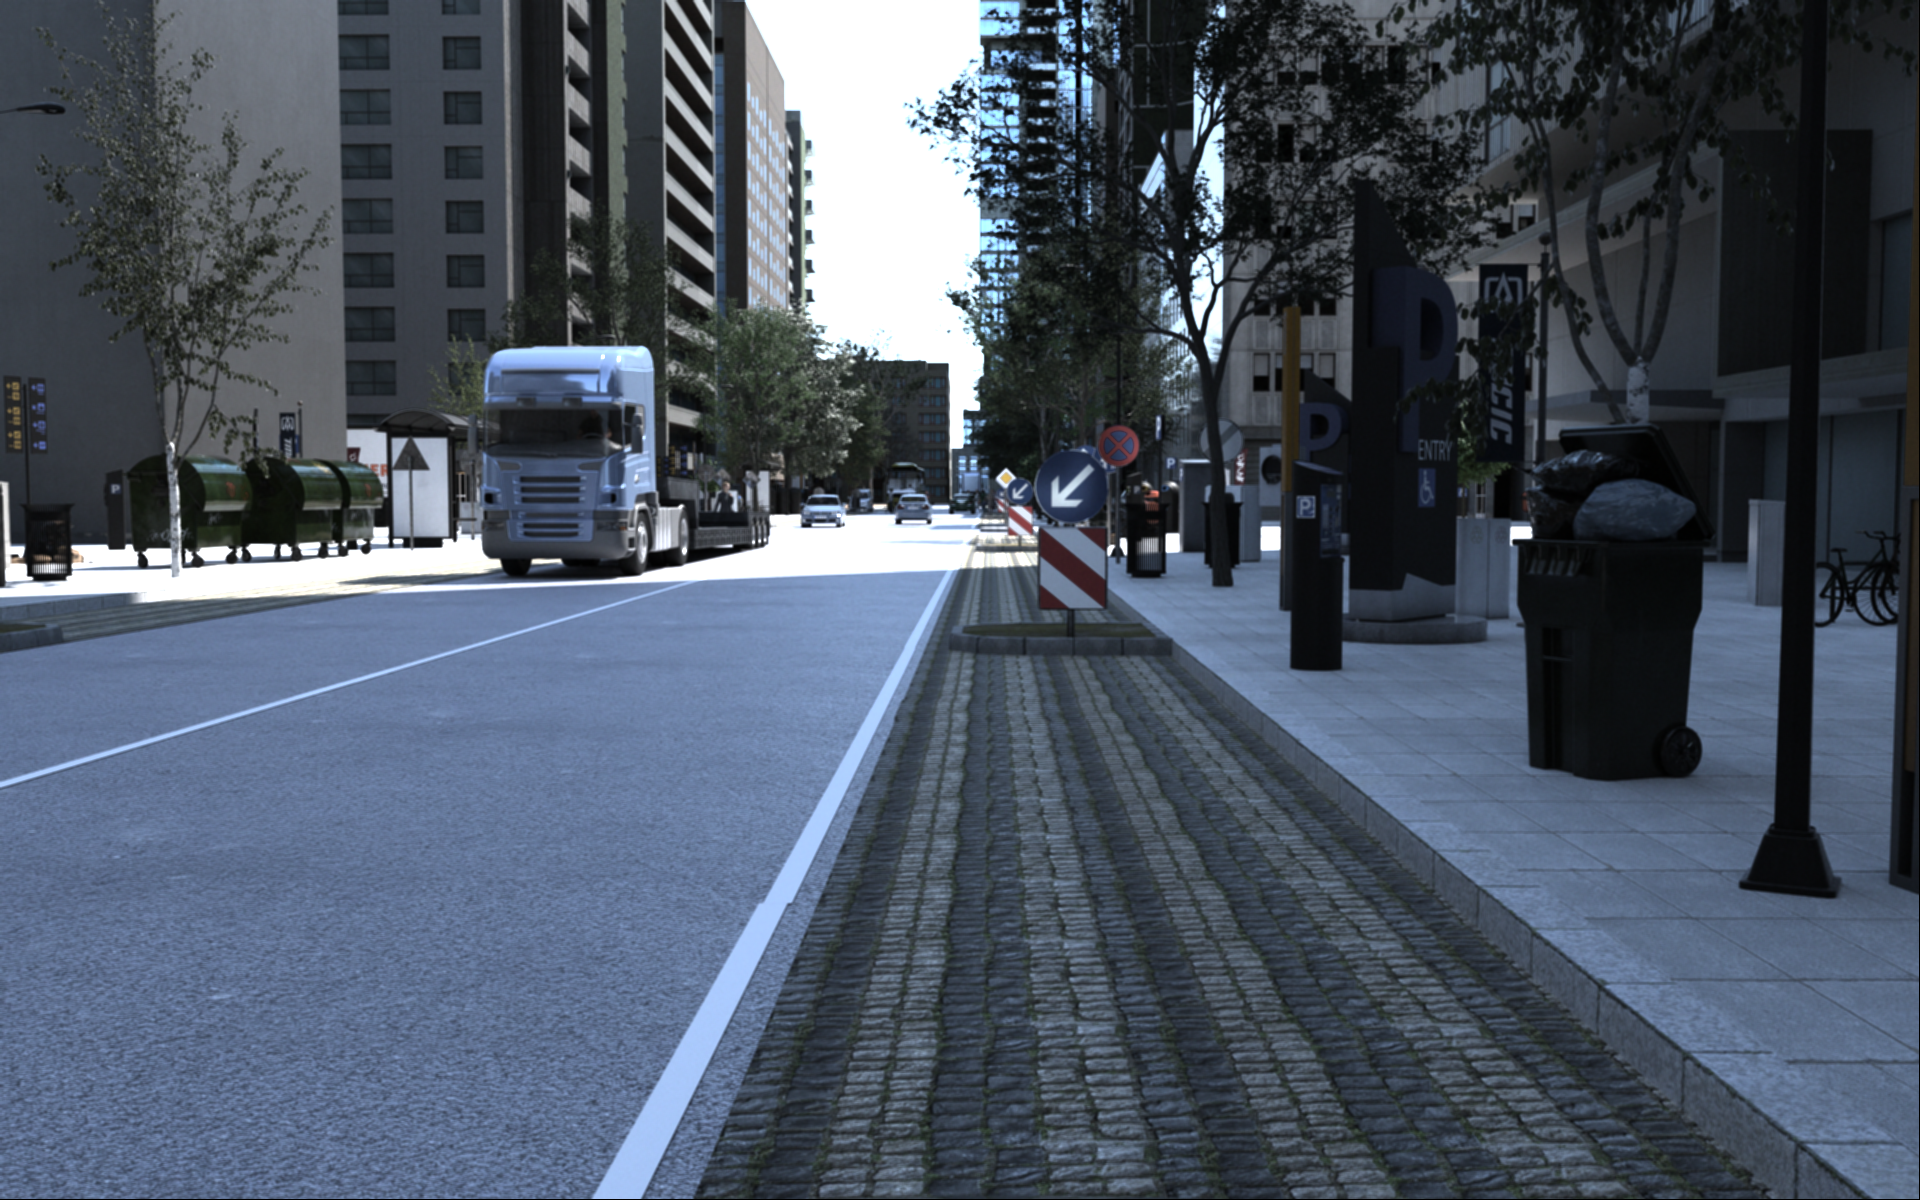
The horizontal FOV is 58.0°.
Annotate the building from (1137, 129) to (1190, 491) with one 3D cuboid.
[{"bbox_3d":[19.420,-18.623,122.500,12.078,24.808,19.932,0,4,1],"label":"building"}]

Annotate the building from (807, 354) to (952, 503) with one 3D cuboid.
[{"bbox_3d":[-15.989,-25.084,255.154,28.899,21.520,27.650,0,4,1],"label":"building"}]

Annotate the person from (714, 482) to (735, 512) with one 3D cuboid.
[{"bbox_3d":[-6.658,-2.441,48.837,0.534,1.772,0.576,2,4,27],"label":"person"}]

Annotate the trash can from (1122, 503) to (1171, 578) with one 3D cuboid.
[{"bbox_3d":[2.873,-0.920,26.688,0.748,1.137,0.748,0,3,0],"label":"trash can"}]

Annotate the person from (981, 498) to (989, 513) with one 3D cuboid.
[{"bbox_3d":[1.849,-7.170,131.222,1.012,1.151,0.738,2,4,34],"label":"person"}]

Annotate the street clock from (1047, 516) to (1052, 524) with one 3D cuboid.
[{"bbox_3d":[3.814,-4.215,73.486,0.358,2.002,0.471,1,4,12],"label":"street clock"}]

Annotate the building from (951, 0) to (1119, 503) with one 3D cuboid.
[{"bbox_3d":[14.482,-57.273,249.076,31.000,86.520,22.319,0,4,1],"label":"building"}]

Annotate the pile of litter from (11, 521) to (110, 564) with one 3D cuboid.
[{"bbox_3d":[-16.800,-1.108,32.080,1.719,0.858,1.176,0,4,4],"label":"pile of litter"}]

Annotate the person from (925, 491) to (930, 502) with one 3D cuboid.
[{"bbox_3d":[-3.379,-10.553,181.496,0.683,1.767,0.568,0,4,-3],"label":"person"}]

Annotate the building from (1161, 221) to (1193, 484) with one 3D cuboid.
[{"bbox_3d":[18.094,-15.228,103.735,10.420,20.320,16.860,0,4,1],"label":"building"}]

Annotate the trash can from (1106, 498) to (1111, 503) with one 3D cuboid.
[{"bbox_3d":[4.808,-2.930,59.567,0.748,1.137,0.748,0,3,0],"label":"trash can"}]

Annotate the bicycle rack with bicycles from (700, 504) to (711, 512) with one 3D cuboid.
[{"bbox_3d":[-16.077,-6.461,119.024,2.925,0.926,2.852,2,4,26],"label":"bicycle rack with bicycles"}]

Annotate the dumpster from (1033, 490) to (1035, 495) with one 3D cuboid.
[{"bbox_3d":[6.086,-8.565,145.798,1.264,1.857,1.865,0,4,1],"label":"dumpster"}]

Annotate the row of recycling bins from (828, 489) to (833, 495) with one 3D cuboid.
[{"bbox_3d":[-11.432,-8.463,145.486,1.069,1.692,3.534,1,4,10],"label":"row of recycling bins"}]

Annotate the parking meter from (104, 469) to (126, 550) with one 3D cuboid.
[{"bbox_3d":[-19.360,-2.077,39.665,0.399,1.863,0.255,-2,4,-34],"label":"parking meter"}]

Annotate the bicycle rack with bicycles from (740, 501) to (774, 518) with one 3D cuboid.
[{"bbox_3d":[-11.441,-4.959,94.454,2.852,0.926,2.925,-2,4,-34],"label":"bicycle rack with bicycles"}]

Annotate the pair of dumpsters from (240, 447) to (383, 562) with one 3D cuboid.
[{"bbox_3d":[-13.023,-1.965,34.618,1.574,2.255,4.437,0,4,1],"label":"pair of dumpsters"}]

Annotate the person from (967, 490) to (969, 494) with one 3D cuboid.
[{"bbox_3d":[0.852,-10.201,175.271,0.705,1.826,1.348,-2,4,-30],"label":"person"}]

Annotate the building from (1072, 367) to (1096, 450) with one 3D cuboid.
[{"bbox_3d":[27.585,-21.827,201.905,27.650,21.520,28.899,0,4,1],"label":"building"}]

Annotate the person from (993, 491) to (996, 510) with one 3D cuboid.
[{"bbox_3d":[3.119,-9.001,156.602,0.436,1.711,0.756,0,4,7],"label":"person"}]

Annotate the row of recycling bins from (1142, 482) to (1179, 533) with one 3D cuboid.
[{"bbox_3d":[7.225,-3.053,57.029,3.534,1.692,1.069,2,4,33],"label":"row of recycling bins"}]

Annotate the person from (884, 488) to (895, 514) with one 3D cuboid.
[{"bbox_3d":[-5.062,-7.115,124.676,0.795,1.843,0.661,0,4,4],"label":"person"}]

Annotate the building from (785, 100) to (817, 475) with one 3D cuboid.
[{"bbox_3d":[-32.660,-35.835,205.516,30.456,49.044,23.786,0,4,1],"label":"building"}]

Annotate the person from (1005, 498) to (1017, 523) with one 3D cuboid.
[{"bbox_3d":[2.545,-4.609,84.205,0.721,1.781,0.623,-3,5,-42],"label":"person"}]

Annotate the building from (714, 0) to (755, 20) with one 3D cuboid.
[{"bbox_3d":[-25.073,-30.946,156.070,14.600,45.320,14.200,0,4,1],"label":"building"}]

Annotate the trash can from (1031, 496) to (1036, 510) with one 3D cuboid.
[{"bbox_3d":[6.127,-7.952,141.669,0.748,1.137,0.748,0,3,0],"label":"trash can"}]

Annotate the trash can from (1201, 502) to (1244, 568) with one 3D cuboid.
[{"bbox_3d":[4.558,-1.128,30.096,0.748,1.137,0.748,0,3,0],"label":"trash can"}]

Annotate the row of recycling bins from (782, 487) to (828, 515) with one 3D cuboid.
[{"bbox_3d":[-10.765,-6.822,118.645,1.069,1.692,3.534,2,4,34],"label":"row of recycling bins"}]

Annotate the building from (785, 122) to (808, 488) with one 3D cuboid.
[{"bbox_3d":[-24.104,-30.669,185.026,14.154,41.232,14.086,0,4,1],"label":"building"}]

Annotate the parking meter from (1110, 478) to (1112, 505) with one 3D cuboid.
[{"bbox_3d":[5.209,-3.425,61.710,0.399,1.863,0.255,0,4,5],"label":"parking meter"}]

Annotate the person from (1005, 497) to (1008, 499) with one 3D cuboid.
[{"bbox_3d":[3.409,-7.442,130.448,0.793,1.790,0.793,0,4,-3],"label":"person"}]

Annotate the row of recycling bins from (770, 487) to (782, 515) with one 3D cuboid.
[{"bbox_3d":[-12.867,-6.409,111.906,1.069,1.692,3.534,1,4,17],"label":"row of recycling bins"}]

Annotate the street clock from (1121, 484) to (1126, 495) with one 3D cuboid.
[{"bbox_3d":[11.989,-7.495,127.108,0.358,2.002,0.471,-3,5,-44],"label":"street clock"}]

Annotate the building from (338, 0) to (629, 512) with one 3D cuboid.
[{"bbox_3d":[-25.296,-19.350,88.075,14.160,30.474,14.107,0,4,1],"label":"building"}]

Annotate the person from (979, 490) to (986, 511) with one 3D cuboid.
[{"bbox_3d":[1.926,-8.227,143.259,0.600,1.795,0.529,-2,4,-31],"label":"person"}]

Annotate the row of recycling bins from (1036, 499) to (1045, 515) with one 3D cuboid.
[{"bbox_3d":[5.845,-6.360,111.101,1.069,1.692,3.534,-1,4,-20],"label":"row of recycling bins"}]

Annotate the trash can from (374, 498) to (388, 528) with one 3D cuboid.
[{"bbox_3d":[-22.115,-3.333,66.152,0.748,1.137,0.748,0,3,0],"label":"trash can"}]

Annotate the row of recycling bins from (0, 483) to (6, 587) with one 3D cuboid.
[{"bbox_3d":[-14.931,-1.006,23.566,3.534,1.692,1.069,-1,4,-11],"label":"row of recycling bins"}]

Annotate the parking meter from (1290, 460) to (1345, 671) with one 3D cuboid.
[{"bbox_3d":[2.620,-0.262,12.699,0.372,1.533,0.369,0,3,0],"label":"parking meter"}]

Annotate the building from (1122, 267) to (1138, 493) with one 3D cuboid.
[{"bbox_3d":[19.951,-19.013,140.540,12.332,23.373,15.834,0,4,1],"label":"building"}]

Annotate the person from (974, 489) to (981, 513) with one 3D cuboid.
[{"bbox_3d":[1.297,-7.398,129.813,0.624,1.780,0.694,2,4,28],"label":"person"}]

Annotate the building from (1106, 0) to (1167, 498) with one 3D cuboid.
[{"bbox_3d":[23.506,-44.188,160.718,20.563,71.187,20.611,0,4,1],"label":"building"}]

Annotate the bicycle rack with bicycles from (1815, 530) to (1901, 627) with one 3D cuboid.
[{"bbox_3d":[9.474,-0.195,16.569,2.925,0.926,2.852,0,4,-3],"label":"bicycle rack with bicycles"}]

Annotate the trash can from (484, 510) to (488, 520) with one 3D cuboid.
[{"bbox_3d":[-13.105,-2.271,48.784,0.748,1.137,0.748,0,3,0],"label":"trash can"}]

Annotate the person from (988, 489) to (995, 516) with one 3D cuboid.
[{"bbox_3d":[1.995,-6.212,110.404,0.599,1.781,0.374,-2,4,-30],"label":"person"}]

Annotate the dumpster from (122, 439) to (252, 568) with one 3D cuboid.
[{"bbox_3d":[-13.676,-1.724,30.679,1.502,2.255,1.985,0,4,1],"label":"dumpster"}]

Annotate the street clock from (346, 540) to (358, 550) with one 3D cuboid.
[{"bbox_3d":[-13.971,-2.151,39.733,0.471,2.002,0.358,-3,5,-43],"label":"street clock"}]

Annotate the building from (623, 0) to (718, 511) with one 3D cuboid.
[{"bbox_3d":[-29.436,-30.441,121.407,21.300,48.544,21.600,0,4,1],"label":"building"}]

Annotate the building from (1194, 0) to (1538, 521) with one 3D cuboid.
[{"bbox_3d":[22.304,-16.431,86.675,19.932,24.808,12.078,0,4,1],"label":"building"}]

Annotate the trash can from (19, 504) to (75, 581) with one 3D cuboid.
[{"bbox_3d":[-13.517,-0.858,25.686,0.748,1.137,0.748,0,3,0],"label":"trash can"}]

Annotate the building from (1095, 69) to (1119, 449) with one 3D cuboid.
[{"bbox_3d":[21.464,-32.383,179.572,14.600,45.320,14.200,0,4,1],"label":"building"}]

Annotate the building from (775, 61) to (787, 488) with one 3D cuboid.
[{"bbox_3d":[-24.822,-31.834,170.598,14.600,45.320,14.200,0,4,1],"label":"building"}]

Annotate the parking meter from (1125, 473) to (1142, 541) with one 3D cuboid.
[{"bbox_3d":[4.708,-2.521,46.934,0.399,1.863,0.255,-2,4,-29],"label":"parking meter"}]
